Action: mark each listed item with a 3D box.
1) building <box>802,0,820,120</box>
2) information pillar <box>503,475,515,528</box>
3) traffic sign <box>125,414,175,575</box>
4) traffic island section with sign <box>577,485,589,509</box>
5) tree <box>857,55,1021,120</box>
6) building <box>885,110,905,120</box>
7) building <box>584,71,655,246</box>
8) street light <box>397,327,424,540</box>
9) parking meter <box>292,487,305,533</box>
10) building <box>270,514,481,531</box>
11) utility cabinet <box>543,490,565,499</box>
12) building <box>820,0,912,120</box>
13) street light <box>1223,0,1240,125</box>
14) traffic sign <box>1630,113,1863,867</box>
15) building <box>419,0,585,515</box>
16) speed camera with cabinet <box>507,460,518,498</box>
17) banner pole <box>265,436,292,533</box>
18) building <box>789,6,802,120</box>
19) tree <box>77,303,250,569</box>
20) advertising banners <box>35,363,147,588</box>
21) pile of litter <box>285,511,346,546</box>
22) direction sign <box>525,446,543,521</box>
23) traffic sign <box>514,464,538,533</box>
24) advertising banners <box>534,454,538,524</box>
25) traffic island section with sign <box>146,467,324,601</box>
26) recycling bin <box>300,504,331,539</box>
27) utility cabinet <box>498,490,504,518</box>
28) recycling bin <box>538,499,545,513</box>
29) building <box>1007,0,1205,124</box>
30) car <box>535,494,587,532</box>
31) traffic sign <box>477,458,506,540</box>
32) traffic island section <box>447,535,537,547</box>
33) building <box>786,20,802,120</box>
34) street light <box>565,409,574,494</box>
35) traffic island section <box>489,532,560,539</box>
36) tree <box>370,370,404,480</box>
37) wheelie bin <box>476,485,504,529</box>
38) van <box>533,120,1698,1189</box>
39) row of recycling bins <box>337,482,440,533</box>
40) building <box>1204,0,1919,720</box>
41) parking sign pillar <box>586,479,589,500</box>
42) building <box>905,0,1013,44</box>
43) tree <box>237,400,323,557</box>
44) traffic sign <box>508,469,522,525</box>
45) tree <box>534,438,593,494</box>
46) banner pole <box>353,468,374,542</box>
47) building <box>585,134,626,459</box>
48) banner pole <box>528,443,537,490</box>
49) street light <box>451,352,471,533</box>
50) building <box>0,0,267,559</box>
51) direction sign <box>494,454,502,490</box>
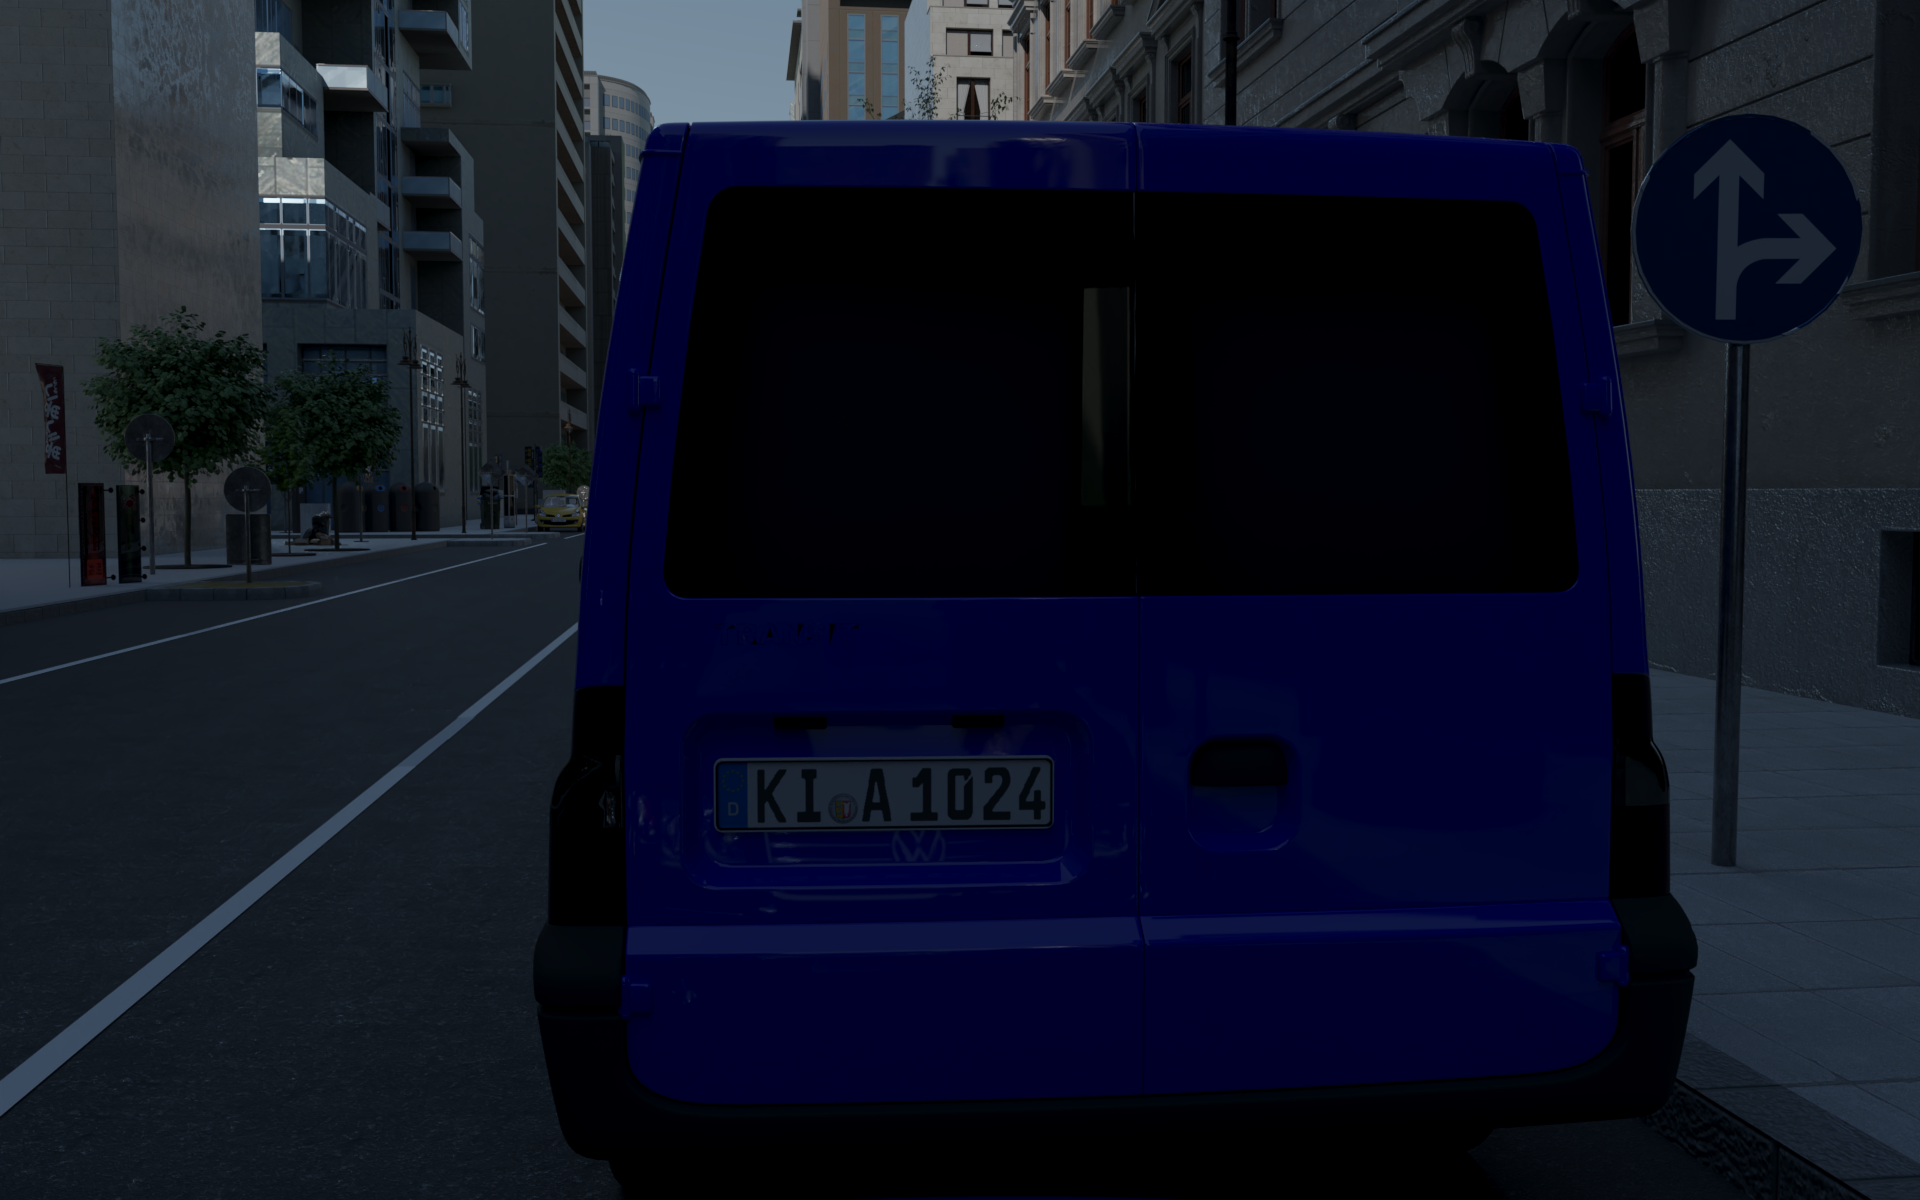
[{"bbox_3d":[-4.363,-38.034,163.852,21.231,58.520,28.212,0,4,-7],"label":"building"},{"bbox_3d":[-16.989,-3.716,65.241,0.304,2.012,0.304,2,4,31],"label":"information pillar"},{"bbox_3d":[-12.875,-1.678,27.540,0.768,2.556,0.104,0,4,-5],"label":"traffic sign"},{"bbox_3d":[-17.008,-4.276,78.547,1.989,1.847,2.006,0,4,-7],"label":"traffic island section with sign"},{"bbox_3d":[-0.039,-4.838,29.469,4.360,8.622,3.978,0,3,0],"label":"tree"},{"bbox_3d":[-1.109,-16.669,101.415,11.050,23.489,19.941,0,4,-7],"label":"building"},{"bbox_3d":[-53.760,-42.819,242.083,21.231,58.520,28.212,0,4,-7],"label":"building"},{"bbox_3d":[-15.196,-4.601,48.015,0.468,5.910,1.993,0,4,-7],"label":"street light"},{"bbox_3d":[-21.662,-3.120,56.730,0.255,1.863,0.399,1,4,22],"label":"parking meter"},{"bbox_3d":[-32.009,-46.452,72.156,22.319,86.520,31.000,0,4,-7],"label":"building"},{"bbox_3d":[-22.345,-5.304,95.402,1.173,1.500,0.318,0,4,0],"label":"utility cabinet"},{"bbox_3d":[-4.239,-30.142,142.934,14.600,45.320,14.200,0,4,-7],"label":"building"},{"bbox_3d":[1.662,-2.317,10.676,0.468,5.910,1.993,0,4,-7],"label":"street light"},{"bbox_3d":[2.646,-0.356,5.921,0.768,2.556,0.104,0,4,2],"label":"traffic sign"},{"bbox_3d":[-36.766,-30.078,115.482,21.300,48.544,21.600,0,4,-7],"label":"building"},{"bbox_3d":[-26.707,-6.542,101.305,0.660,3.252,2.038,1,4,23],"label":"speed camera with cabinet"},{"bbox_3d":[-22.421,-4.087,56.840,0.863,3.779,0.401,-1,4,-18],"label":"banner pole"},{"bbox_3d":[-18.003,-58.885,275.438,22.319,86.520,31.000,0,4,-7],"label":"building"},{"bbox_3d":[-13.486,-2.830,29.981,4.285,4.588,4.351,0,3,0],"label":"tree"},{"bbox_3d":[-12.107,-1.711,24.166,0.090,3.025,2.074,1,4,12],"label":"advertising banners"},{"bbox_3d":[-16.185,-1.805,43.471,1.719,0.858,1.176,3,4,37],"label":"pile of litter"},{"bbox_3d":[-20.227,-5.520,82.248,0.876,3.537,0.379,1,4,11],"label":"direction sign"},{"bbox_3d":[-14.200,-3.245,56.702,0.795,2.450,0.064,0,4,-7],"label":"traffic sign"},{"bbox_3d":[-17.919,-4.716,73.287,0.090,3.025,2.074,-1,4,-16],"label":"advertising banners"},{"bbox_3d":[-10.099,-0.961,24.335,1.989,1.847,2.006,0,4,-7],"label":"traffic island section with sign"},{"bbox_3d":[-17.139,-2.050,46.077,0.722,1.027,0.722,-1,4,-17],"label":"recycling bin"},{"bbox_3d":[-24.865,-5.126,92.496,1.173,1.500,0.318,2,4,31],"label":"utility cabinet"},{"bbox_3d":[-20.714,-4.556,87.047,0.722,1.027,0.722,3,5,40],"label":"recycling bin"},{"bbox_3d":[7.663,-12.294,37.159,11.583,22.565,21.152,0,4,-7],"label":"building"},{"bbox_3d":[-15.264,-3.448,66.590,2.015,1.641,3.980,0,4,-8],"label":"car"},{"bbox_3d":[-13.190,-2.761,48.780,0.795,2.450,0.064,0,4,-7],"label":"traffic sign"},{"bbox_3d":[-13.212,-1.624,48.839,2.009,0.180,2.903,0,4,-7],"label":"traffic island section"},{"bbox_3d":[-4.411,-36.902,192.584,28.713,52.752,27.495,0,4,-7],"label":"building"},{"bbox_3d":[-21.078,-7.389,93.606,0.468,5.910,1.993,0,4,-7],"label":"street light"},{"bbox_3d":[-14.222,-2.109,56.760,2.009,0.180,2.903,0,4,-7],"label":"traffic island section"},{"bbox_3d":[-14.172,-3.399,39.290,4.285,4.588,4.351,0,3,0],"label":"tree"},{"bbox_3d":[-17.072,-3.374,63.065,0.980,1.594,0.693,-2,4,-31],"label":"wheelie bin"},{"bbox_3d":[0.007,-0.057,5.316,2.240,2.365,5.245,0,4,-6],"label":"van"},{"bbox_3d":[-19.349,-3.148,58.577,3.534,1.692,1.069,-3,5,-44],"label":"row of recycling bins"},{"bbox_3d":[11.000,-13.898,14.617,14.401,28.519,23.554,0,4,-7],"label":"building"},{"bbox_3d":[-25.553,-8.086,120.684,1.447,3.967,1.447,0,4,-5],"label":"parking sign pillar"},{"bbox_3d":[6.768,-12.947,66.439,16.860,20.320,10.420,0,4,-7],"label":"building"},{"bbox_3d":[-14.033,-2.519,35.794,1.663,3.219,1.824,0,3,0],"label":"tree"},{"bbox_3d":[-18.098,-4.189,70.620,0.606,2.300,0.079,0,4,-2],"label":"traffic sign"},{"bbox_3d":[-23.390,-7.419,105.012,4.285,4.588,4.351,0,3,0],"label":"tree"},{"bbox_3d":[-15.963,-3.451,46.437,0.401,3.779,0.863,1,4,13],"label":"banner pole"},{"bbox_3d":[-44.360,-31.044,191.160,14.154,41.232,14.086,0,4,-7],"label":"building"},{"bbox_3d":[-21.103,-5.849,85.644,0.863,3.779,0.401,2,4,35],"label":"banner pole"},{"bbox_3d":[-16.264,-5.127,56.612,0.468,5.910,1.993,0,4,-7],"label":"street light"},{"bbox_3d":[-25.638,-11.212,38.074,16.860,20.320,10.420,0,4,-7],"label":"building"},{"bbox_3d":[-26.199,-6.506,98.364,0.379,3.537,0.876,-3,5,-41],"label":"direction sign"}]
